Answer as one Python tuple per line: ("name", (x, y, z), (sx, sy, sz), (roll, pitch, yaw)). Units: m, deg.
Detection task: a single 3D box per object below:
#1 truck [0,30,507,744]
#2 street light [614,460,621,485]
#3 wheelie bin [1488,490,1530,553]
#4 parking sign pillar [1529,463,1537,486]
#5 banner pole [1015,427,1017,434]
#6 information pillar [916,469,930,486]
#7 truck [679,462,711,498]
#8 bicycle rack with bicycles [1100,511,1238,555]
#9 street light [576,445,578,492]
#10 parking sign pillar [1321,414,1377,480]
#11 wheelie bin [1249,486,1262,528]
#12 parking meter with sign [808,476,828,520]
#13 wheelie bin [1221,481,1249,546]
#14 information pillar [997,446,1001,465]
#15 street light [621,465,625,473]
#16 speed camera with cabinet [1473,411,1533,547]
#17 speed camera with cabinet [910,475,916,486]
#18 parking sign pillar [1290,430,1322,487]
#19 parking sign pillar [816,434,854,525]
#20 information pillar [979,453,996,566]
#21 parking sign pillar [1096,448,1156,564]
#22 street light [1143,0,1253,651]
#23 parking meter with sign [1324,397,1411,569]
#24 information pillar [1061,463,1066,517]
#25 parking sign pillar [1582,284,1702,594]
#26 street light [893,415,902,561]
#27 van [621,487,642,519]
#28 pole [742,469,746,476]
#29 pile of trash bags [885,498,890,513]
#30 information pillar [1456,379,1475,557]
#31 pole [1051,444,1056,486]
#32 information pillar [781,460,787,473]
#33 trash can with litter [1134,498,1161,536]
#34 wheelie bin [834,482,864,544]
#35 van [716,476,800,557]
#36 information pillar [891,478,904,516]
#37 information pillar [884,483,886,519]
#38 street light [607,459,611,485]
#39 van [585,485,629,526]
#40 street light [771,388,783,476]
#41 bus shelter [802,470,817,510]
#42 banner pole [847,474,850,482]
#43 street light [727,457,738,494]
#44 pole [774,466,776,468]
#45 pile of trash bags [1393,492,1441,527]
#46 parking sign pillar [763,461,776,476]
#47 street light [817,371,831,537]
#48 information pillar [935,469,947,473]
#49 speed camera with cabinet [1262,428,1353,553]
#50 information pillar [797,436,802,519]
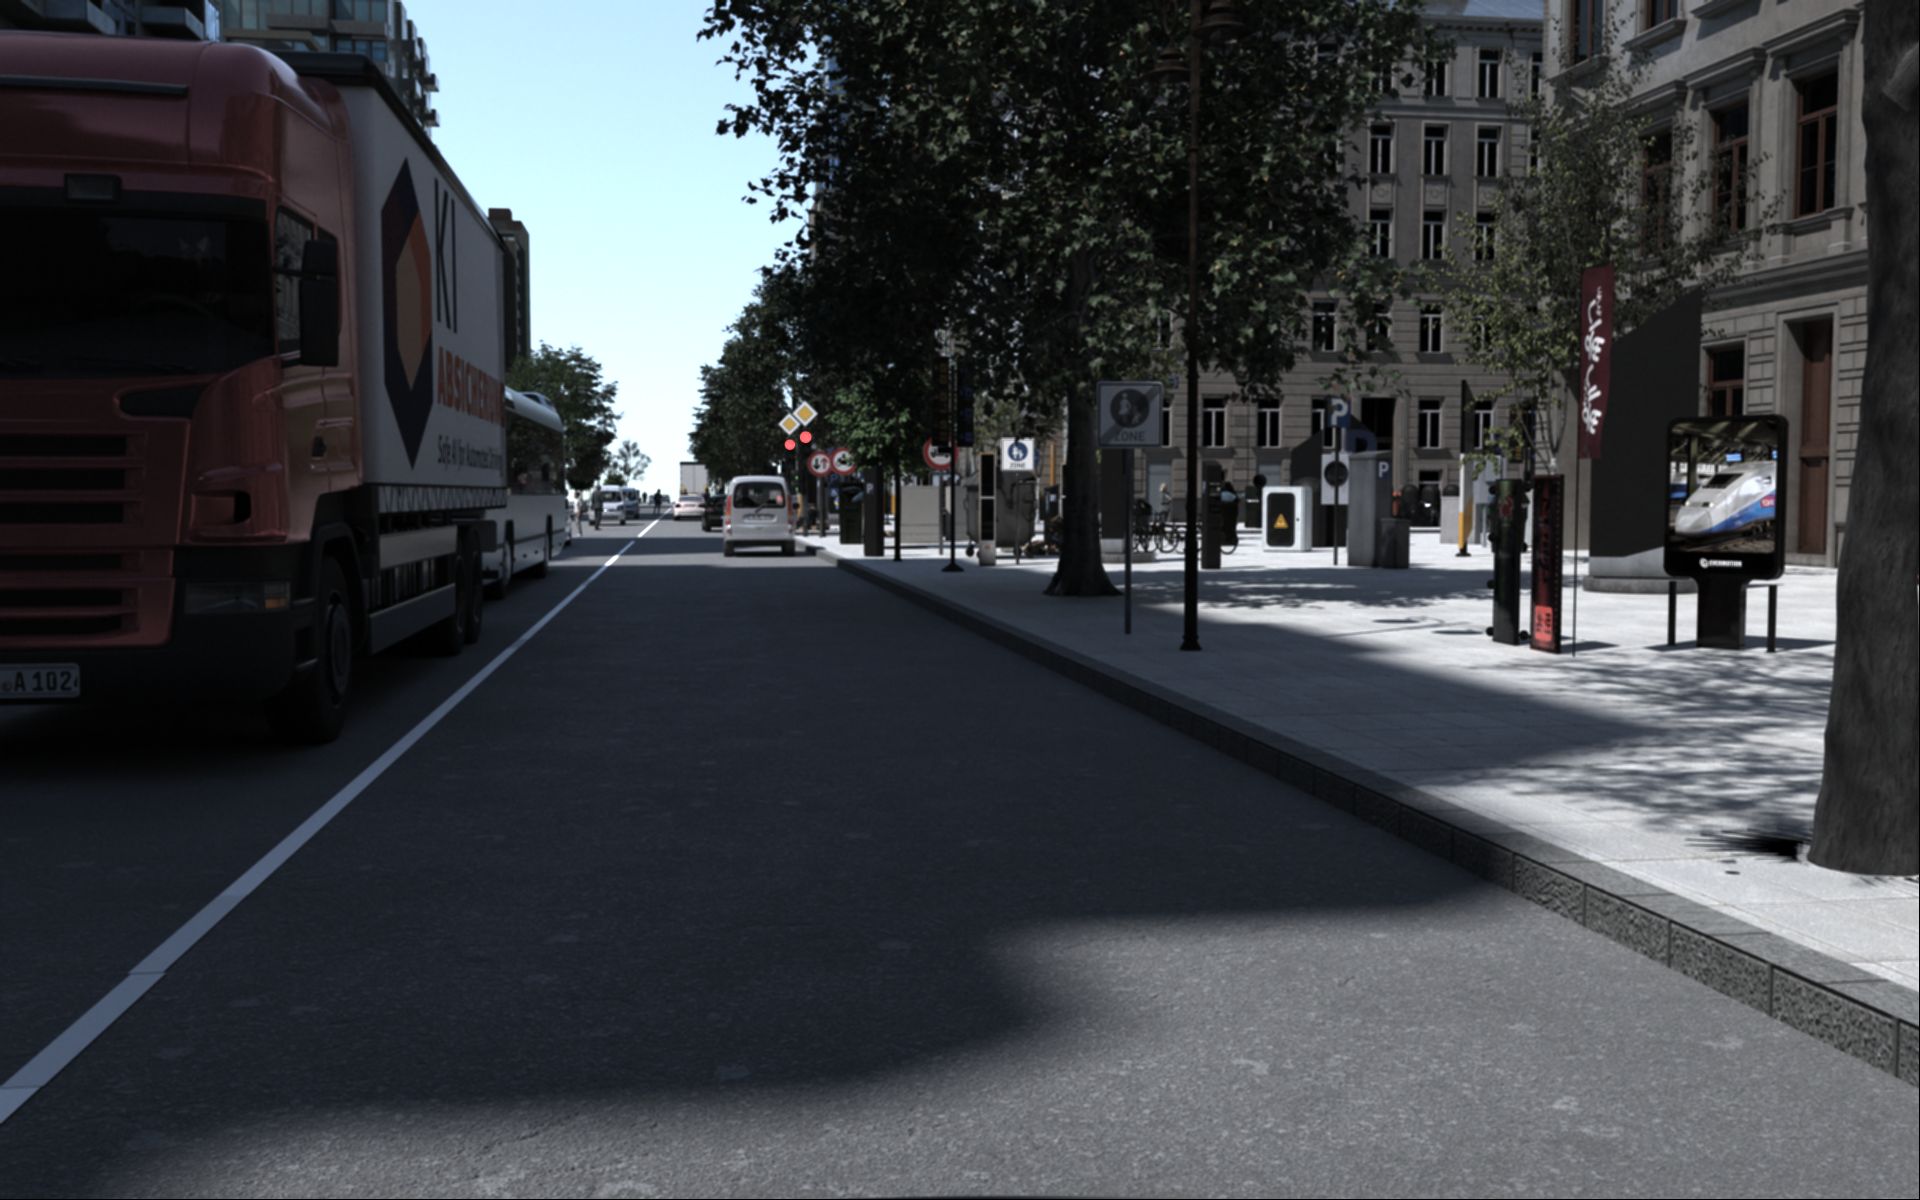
("truck", (-5.277, -1.482, 13.144), (2.839, 4.237, 11.283), (-1, 4, -9))
("street light", (-46.690, -16.030, 234.879), (0.468, 5.910, 1.993), (-1, 4, -9))
("wheelie bin", (11.953, -1.832, 37.853), (0.980, 1.594, 0.693), (-2, 4, -32))
("parking sign pillar", (38.678, -7.744, 115.087), (1.447, 3.967, 1.447), (-2, 4, -29))
("banner pole", (2.101, -4.577, 64.853), (0.401, 3.779, 0.863), (0, 4, -7))
("information pillar", (-1.085, -2.839, 50.906), (0.304, 2.012, 0.304), (-2, 4, -32))
("truck", (-23.744, -10.174, 155.265), (2.839, 4.237, 11.283), (0, 4, -8))
("bicycle rack with bicycles", (4.172, -1.456, 37.188), (2.852, 0.926, 2.925), (-2, 4, -30))
("street light", (-33.739, -10.997, 152.595), (0.468, 5.910, 1.993), (-1, 4, -9))
("parking sign pillar", (12.025, -3.903, 52.292), (1.447, 3.967, 1.447), (-1, 4, -21))
("wheelie bin", (11.141, -3.542, 65.827), (0.980, 1.594, 0.693), (1, 4, 14))
("parking meter with sign", (-5.806, -4.798, 74.715), (1.738, 3.016, 0.543), (-2, 4, -27))
("wheelie bin", (6.506, -2.144, 42.968), (0.693, 1.594, 0.980), (-2, 4, -32))
("information pillar", (1.965, -5.650, 83.732), (0.183, 3.616, 0.504), (-3, 5, -39))
("street light", (-49.762, -17.207, 254.121), (0.468, 5.910, 1.993), (-1, 4, -9))
("speed camera with cabinet", (13.441, -2.901, 41.774), (2.038, 3.252, 0.660), (0, 4, -1))
("speed camera with cabinet", (-1.229, -4.164, 62.418), (0.660, 3.252, 2.038), (-1, 4, -20))
("parking sign pillar", (14.411, -5.117, 72.140), (1.447, 3.967, 1.447), (0, 4, 2))
("parking sign pillar", (-5.307, -5.147, 72.624), (1.447, 3.967, 1.447), (0, 4, -7))
("information pillar", (0.489, -1.615, 30.900), (0.304, 2.012, 0.304), (0, 4, 0))
("parking sign pillar", (2.963, -2.691, 32.467), (1.447, 3.967, 1.447), (1, 4, 15))
("street light", (1.897, -2.525, 14.072), (0.468, 5.910, 1.993), (-1, 4, -9))
("parking meter with sign", (7.193, -2.091, 30.443), (0.543, 3.016, 1.738), (-2, 4, -30))
("information pillar", (2.611, -2.244, 41.188), (0.304, 2.012, 0.304), (-3, 5, -42))
("parking sign pillar", (8.976, -2.095, 22.719), (1.447, 3.967, 1.447), (1, 4, 21))
("street light", (-1.193, -3.677, 32.900), (0.468, 5.910, 1.993), (-1, 4, -9))
("van", (-19.640, -5.774, 101.414), (2.013, 2.044, 4.112), (-1, 4, -10))
("pole", (-13.538, -7.017, 108.572), (0.158, 3.312, 0.155), (0, 3, 0))
("pile of trash bags", (-6.469, -6.416, 114.651), (3.447, 1.369, 1.912), (-1, 4, -21))
("information pillar", (10.406, -2.705, 35.576), (0.183, 3.616, 0.504), (3, 5, 41))
("pole", (3.805, -4.702, 70.728), (0.158, 3.312, 0.155), (0, 3, 0))
("information pillar", (-11.401, -7.406, 112.448), (0.504, 3.616, 0.183), (1, 4, 12))
("trash can with litter", (5.818, -2.590, 53.729), (1.055, 1.170, 0.624), (-2, 4, -28))
("wheelie bin", (-2.755, -2.237, 44.482), (0.980, 1.594, 0.693), (0, 4, 2))
("van", (-4.782, -2.082, 41.053), (2.013, 2.044, 4.112), (0, 4, -7))
("information pillar", (-2.316, -4.499, 64.908), (0.504, 3.616, 0.183), (-1, 4, -11))
("information pillar", (-2.422, -3.612, 50.411), (0.504, 3.616, 0.183), (2, 4, 30))
("street light", (-43.733, -14.877, 216.024), (0.468, 5.910, 1.993), (-1, 4, -9))
("van", (-16.329, -4.476, 80.191), (2.013, 2.044, 4.112), (-1, 4, -11))
("street light", (-8.008, -6.298, 75.754), (0.468, 5.910, 1.993), (-1, 4, -9))
("bus shelter", (-7.819, -6.249, 93.460), (1.731, 3.624, 6.357), (-1, 4, -9))
("banner pole", (-6.544, -6.838, 101.819), (0.401, 3.779, 0.863), (1, 4, 9))
("street light", (-19.880, -10.919, 151.312), (0.468, 5.910, 1.993), (-1, 4, -9))
("pole", (-13.189, -7.953, 123.872), (0.158, 3.312, 0.155), (0, 3, 0))
("pile of trash bags", (17.386, -3.519, 67.292), (1.912, 1.369, 3.447), (3, 4, 36))
("parking sign pillar", (-13.146, -8.039, 119.916), (1.447, 3.967, 1.447), (1, 4, 20))
("street light", (-4.093, -4.830, 51.757), (0.468, 5.910, 1.993), (-1, 4, -9))
("information pillar", (-0.711, -4.244, 60.737), (0.504, 3.616, 0.183), (-2, 4, -28))
("speed camera with cabinet", (7.710, -2.679, 38.140), (2.038, 3.252, 0.660), (2, 4, 32))
("information pillar", (-6.406, -4.755, 69.103), (0.183, 3.616, 0.504), (-1, 4, -13))
